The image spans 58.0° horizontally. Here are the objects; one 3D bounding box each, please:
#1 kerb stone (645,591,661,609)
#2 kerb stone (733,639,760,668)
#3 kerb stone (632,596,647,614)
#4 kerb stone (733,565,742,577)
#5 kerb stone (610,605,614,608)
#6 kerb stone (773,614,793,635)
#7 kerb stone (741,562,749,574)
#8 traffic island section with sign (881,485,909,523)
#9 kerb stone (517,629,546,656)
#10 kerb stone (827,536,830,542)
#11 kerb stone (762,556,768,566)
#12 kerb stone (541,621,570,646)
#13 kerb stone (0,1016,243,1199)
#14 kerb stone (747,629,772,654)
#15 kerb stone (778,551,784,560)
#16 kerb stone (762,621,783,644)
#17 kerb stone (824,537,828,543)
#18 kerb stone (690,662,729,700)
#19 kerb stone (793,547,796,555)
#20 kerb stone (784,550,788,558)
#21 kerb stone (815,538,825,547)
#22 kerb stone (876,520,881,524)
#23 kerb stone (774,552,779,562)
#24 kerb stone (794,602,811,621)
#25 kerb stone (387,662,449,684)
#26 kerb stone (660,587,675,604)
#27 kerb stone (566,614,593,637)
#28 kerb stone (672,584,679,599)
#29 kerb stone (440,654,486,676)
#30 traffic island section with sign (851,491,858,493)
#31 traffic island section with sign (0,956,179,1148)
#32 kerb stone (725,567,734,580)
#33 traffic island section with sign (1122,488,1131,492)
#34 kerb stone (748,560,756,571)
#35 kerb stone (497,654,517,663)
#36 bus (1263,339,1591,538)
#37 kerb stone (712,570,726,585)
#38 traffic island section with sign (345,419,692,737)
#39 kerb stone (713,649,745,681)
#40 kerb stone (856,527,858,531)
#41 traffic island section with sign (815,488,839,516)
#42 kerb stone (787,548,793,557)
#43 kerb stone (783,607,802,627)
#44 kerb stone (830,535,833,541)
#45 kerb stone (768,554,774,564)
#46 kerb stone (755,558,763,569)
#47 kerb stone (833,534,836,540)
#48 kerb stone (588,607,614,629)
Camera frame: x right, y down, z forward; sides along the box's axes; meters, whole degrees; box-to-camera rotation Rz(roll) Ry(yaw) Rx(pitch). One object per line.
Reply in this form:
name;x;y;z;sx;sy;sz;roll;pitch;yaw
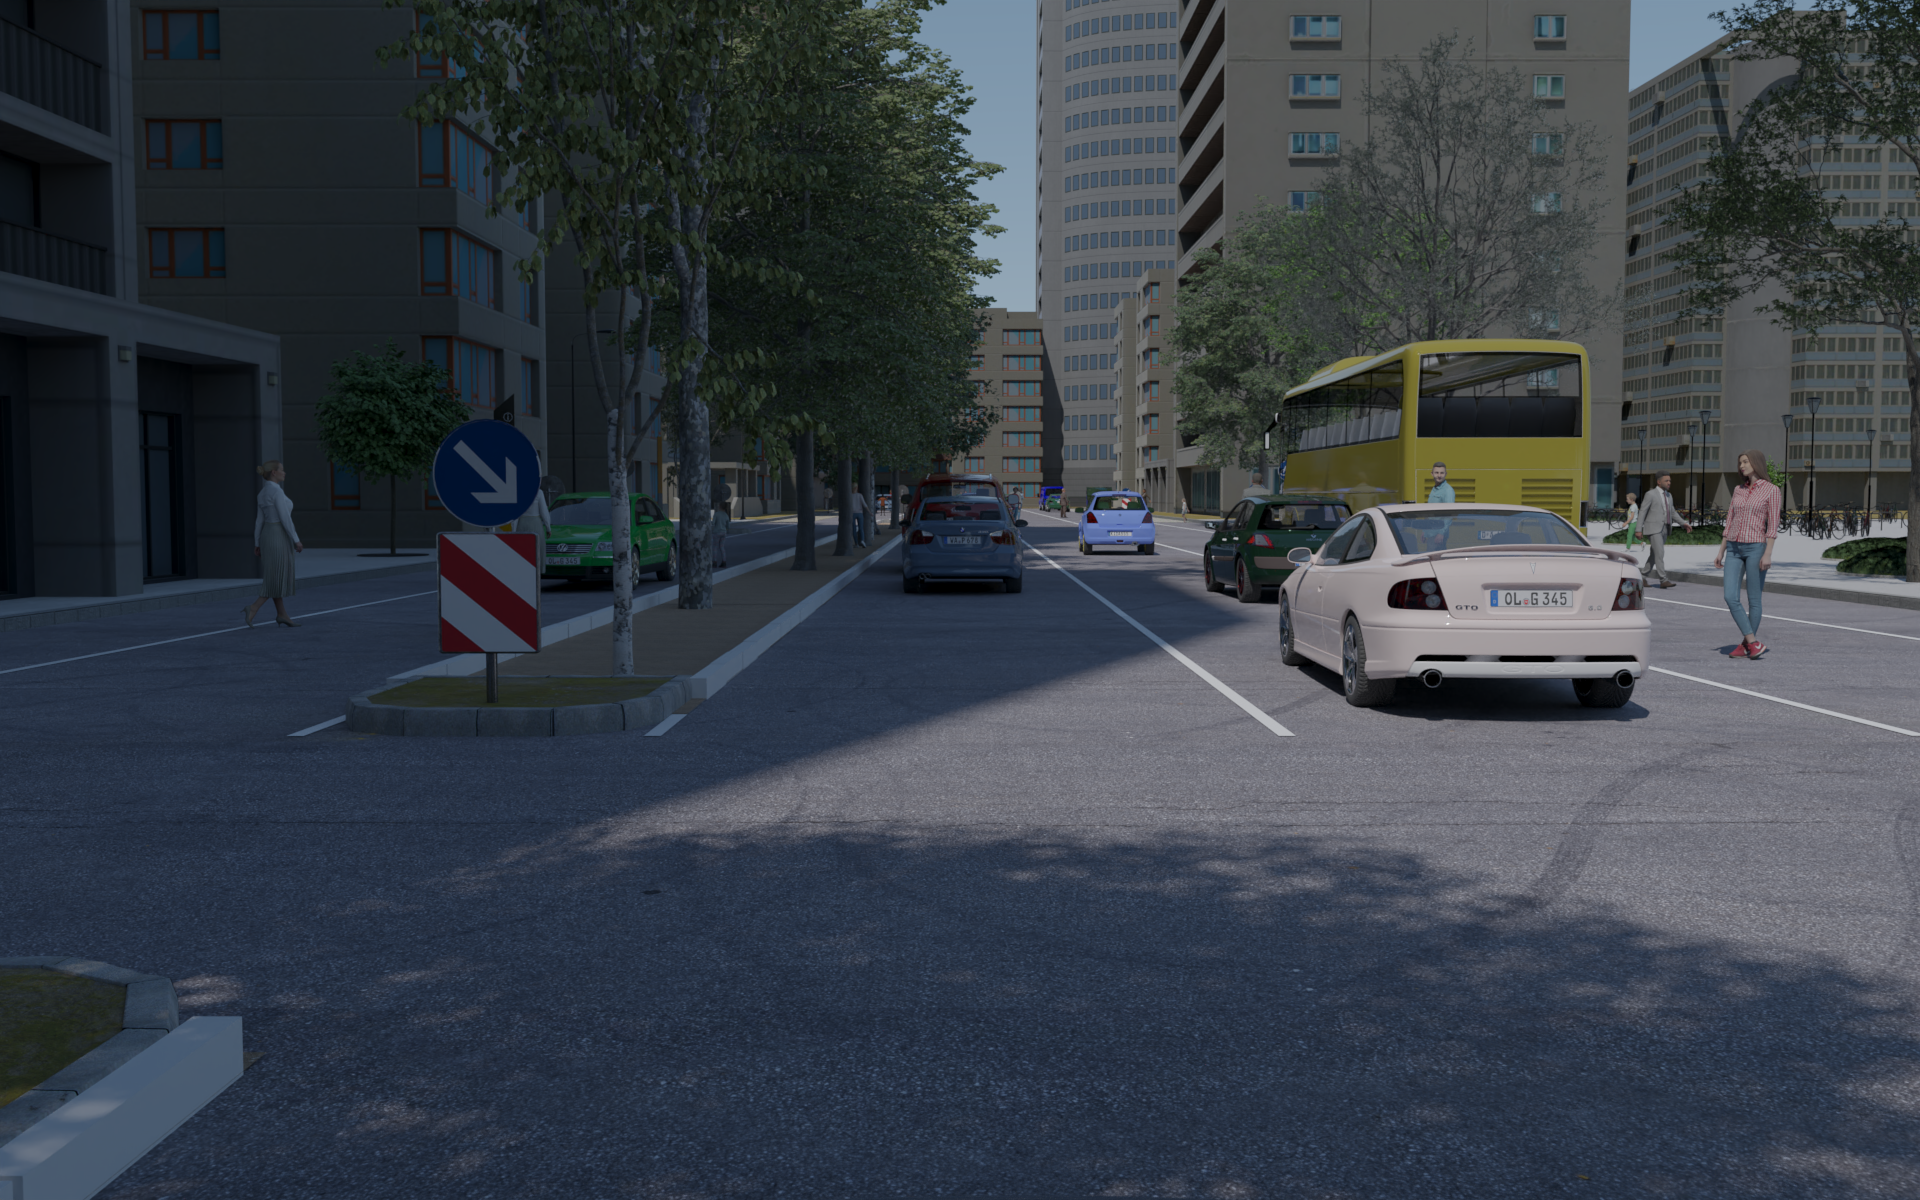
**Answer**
kerb stone;-3.936;0.028;21.774;0.120;0.150;1.000;0;3;0
kerb stone;-1.828;0.468;14.616;0.120;0.150;1.000;0;3;0
kerb stone;-3.935;0.093;20.752;0.120;0.150;1.000;0;3;0
kerb stone;-3.939;-0.477;29.994;0.120;0.150;1.000;0;3;0
kerb stone;-3.943;0.154;19.729;0.120;0.150;1.000;0;3;0
kerb stone;-1.837;0.277;17.685;0.120;0.150;1.000;0;3;0
kerb stone;-3.938;-0.539;31.023;0.120;0.150;1.000;0;3;0
traffic island section with sign;-2.911;-4.781;86.308;2.006;1.907;1.989;0;3;0
kerb stone;-3.937;0.403;15.621;0.120;0.150;1.000;0;3;0
kerb stone;-3.951;-1.732;50.513;0.120;0.150;1.000;0;3;0
kerb stone;-3.942;-0.728;34.091;0.120;0.150;1.000;0;3;0
kerb stone;-3.942;0.339;16.646;0.120;0.150;1.000;0;3;0
kerb stone;-1.828;1.131;3.770;0.120;0.150;1.000;0;3;0
kerb stone;-1.833;0.401;15.640;0.120;0.150;1.000;0;3;0
kerb stone;-3.939;-0.916;37.168;0.120;0.150;1.000;0;3;0
kerb stone;-1.837;0.343;16.663;0.120;0.150;1.000;0;3;0
kerb stone;-3.943;-1.669;49.491;0.120;0.150;1.000;0;3;0
kerb stone;-1.824;0.589;12.562;0.120;0.150;1.000;0;3;0
kerb stone;-3.939;-1.104;40.252;0.120;0.150;1.000;0;3;0
kerb stone;-3.949;-0.978;38.194;0.120;0.150;1.000;0;3;0
kerb stone;-3.940;-1.603;48.469;0.120;0.150;1.000;0;3;0
kerb stone;-3.959;-3.859;85.335;0.120;0.150;1.000;0;3;0
kerb stone;-3.935;-0.848;36.146;0.120;0.150;1.000;0;3;0
kerb stone;-1.832;0.153;19.733;0.120;0.150;1.000;0;3;0
kerb stone;-3.930;0.590;12.552;0.120;0.150;1.000;0;3;0
kerb stone;-3.931;-0.032;22.797;0.120;0.150;1.000;0;3;0
kerb stone;-3.935;0.277;17.669;0.120;0.150;1.000;0;3;0
kerb stone;-3.933;-0.099;23.818;0.120;0.150;1.000;0;3;0
kerb stone;-3.927;0.529;13.574;0.120;0.150;1.000;0;3;0
traffic island section with sign;-8.680;-8.176;142.298;1.989;1.847;2.006;0;3;0
traffic island section with sign;-2.871;0.268;3.762;2.006;1.907;1.989;0;3;0
kerb stone;-3.942;-0.411;28.962;0.120;0.150;1.000;0;3;0
traffic island section with sign;10.757;-6.435;113.834;1.989;1.847;2.006;0;3;0
kerb stone;-3.937;-0.599;32.047;0.120;0.150;1.000;0;3;0
kerb stone;-3.941;0.465;14.599;0.120;0.150;1.000;0;3;0
bus;7.528;-2.334;29.709;2.896;3.916;12.252;0;4;2
kerb stone;-3.939;-0.351;27.936;0.120;0.150;1.000;0;3;0
traffic island section with sign;-2.865;-0.185;11.169;2.006;1.907;1.989;0;3;0
kerb stone;-1.830;0.526;13.592;0.120;0.150;1.000;0;3;0
kerb stone;-3.960;-2.857;68.934;0.120;0.150;1.000;0;3;0
traffic island section with sign;-8.655;-6.472;114.450;1.989;1.847;2.006;0;3;0
kerb stone;-3.939;-1.042;39.229;0.120;0.150;1.000;0;3;0
kerb stone;-1.837;0.213;18.707;0.120;0.150;1.000;0;3;0
kerb stone;-3.953;-1.795;51.547;0.120;0.150;1.000;0;3;0
kerb stone;-3.939;-0.790;35.114;0.120;0.150;1.000;0;3;0
kerb stone;-3.936;-0.665;33.069;0.120;0.150;1.000;0;3;0
kerb stone;-3.949;-1.858;52.569;0.120;0.150;1.000;0;3;0
kerb stone;-3.930;0.214;18.702;0.120;0.150;1.000;0;3;0
